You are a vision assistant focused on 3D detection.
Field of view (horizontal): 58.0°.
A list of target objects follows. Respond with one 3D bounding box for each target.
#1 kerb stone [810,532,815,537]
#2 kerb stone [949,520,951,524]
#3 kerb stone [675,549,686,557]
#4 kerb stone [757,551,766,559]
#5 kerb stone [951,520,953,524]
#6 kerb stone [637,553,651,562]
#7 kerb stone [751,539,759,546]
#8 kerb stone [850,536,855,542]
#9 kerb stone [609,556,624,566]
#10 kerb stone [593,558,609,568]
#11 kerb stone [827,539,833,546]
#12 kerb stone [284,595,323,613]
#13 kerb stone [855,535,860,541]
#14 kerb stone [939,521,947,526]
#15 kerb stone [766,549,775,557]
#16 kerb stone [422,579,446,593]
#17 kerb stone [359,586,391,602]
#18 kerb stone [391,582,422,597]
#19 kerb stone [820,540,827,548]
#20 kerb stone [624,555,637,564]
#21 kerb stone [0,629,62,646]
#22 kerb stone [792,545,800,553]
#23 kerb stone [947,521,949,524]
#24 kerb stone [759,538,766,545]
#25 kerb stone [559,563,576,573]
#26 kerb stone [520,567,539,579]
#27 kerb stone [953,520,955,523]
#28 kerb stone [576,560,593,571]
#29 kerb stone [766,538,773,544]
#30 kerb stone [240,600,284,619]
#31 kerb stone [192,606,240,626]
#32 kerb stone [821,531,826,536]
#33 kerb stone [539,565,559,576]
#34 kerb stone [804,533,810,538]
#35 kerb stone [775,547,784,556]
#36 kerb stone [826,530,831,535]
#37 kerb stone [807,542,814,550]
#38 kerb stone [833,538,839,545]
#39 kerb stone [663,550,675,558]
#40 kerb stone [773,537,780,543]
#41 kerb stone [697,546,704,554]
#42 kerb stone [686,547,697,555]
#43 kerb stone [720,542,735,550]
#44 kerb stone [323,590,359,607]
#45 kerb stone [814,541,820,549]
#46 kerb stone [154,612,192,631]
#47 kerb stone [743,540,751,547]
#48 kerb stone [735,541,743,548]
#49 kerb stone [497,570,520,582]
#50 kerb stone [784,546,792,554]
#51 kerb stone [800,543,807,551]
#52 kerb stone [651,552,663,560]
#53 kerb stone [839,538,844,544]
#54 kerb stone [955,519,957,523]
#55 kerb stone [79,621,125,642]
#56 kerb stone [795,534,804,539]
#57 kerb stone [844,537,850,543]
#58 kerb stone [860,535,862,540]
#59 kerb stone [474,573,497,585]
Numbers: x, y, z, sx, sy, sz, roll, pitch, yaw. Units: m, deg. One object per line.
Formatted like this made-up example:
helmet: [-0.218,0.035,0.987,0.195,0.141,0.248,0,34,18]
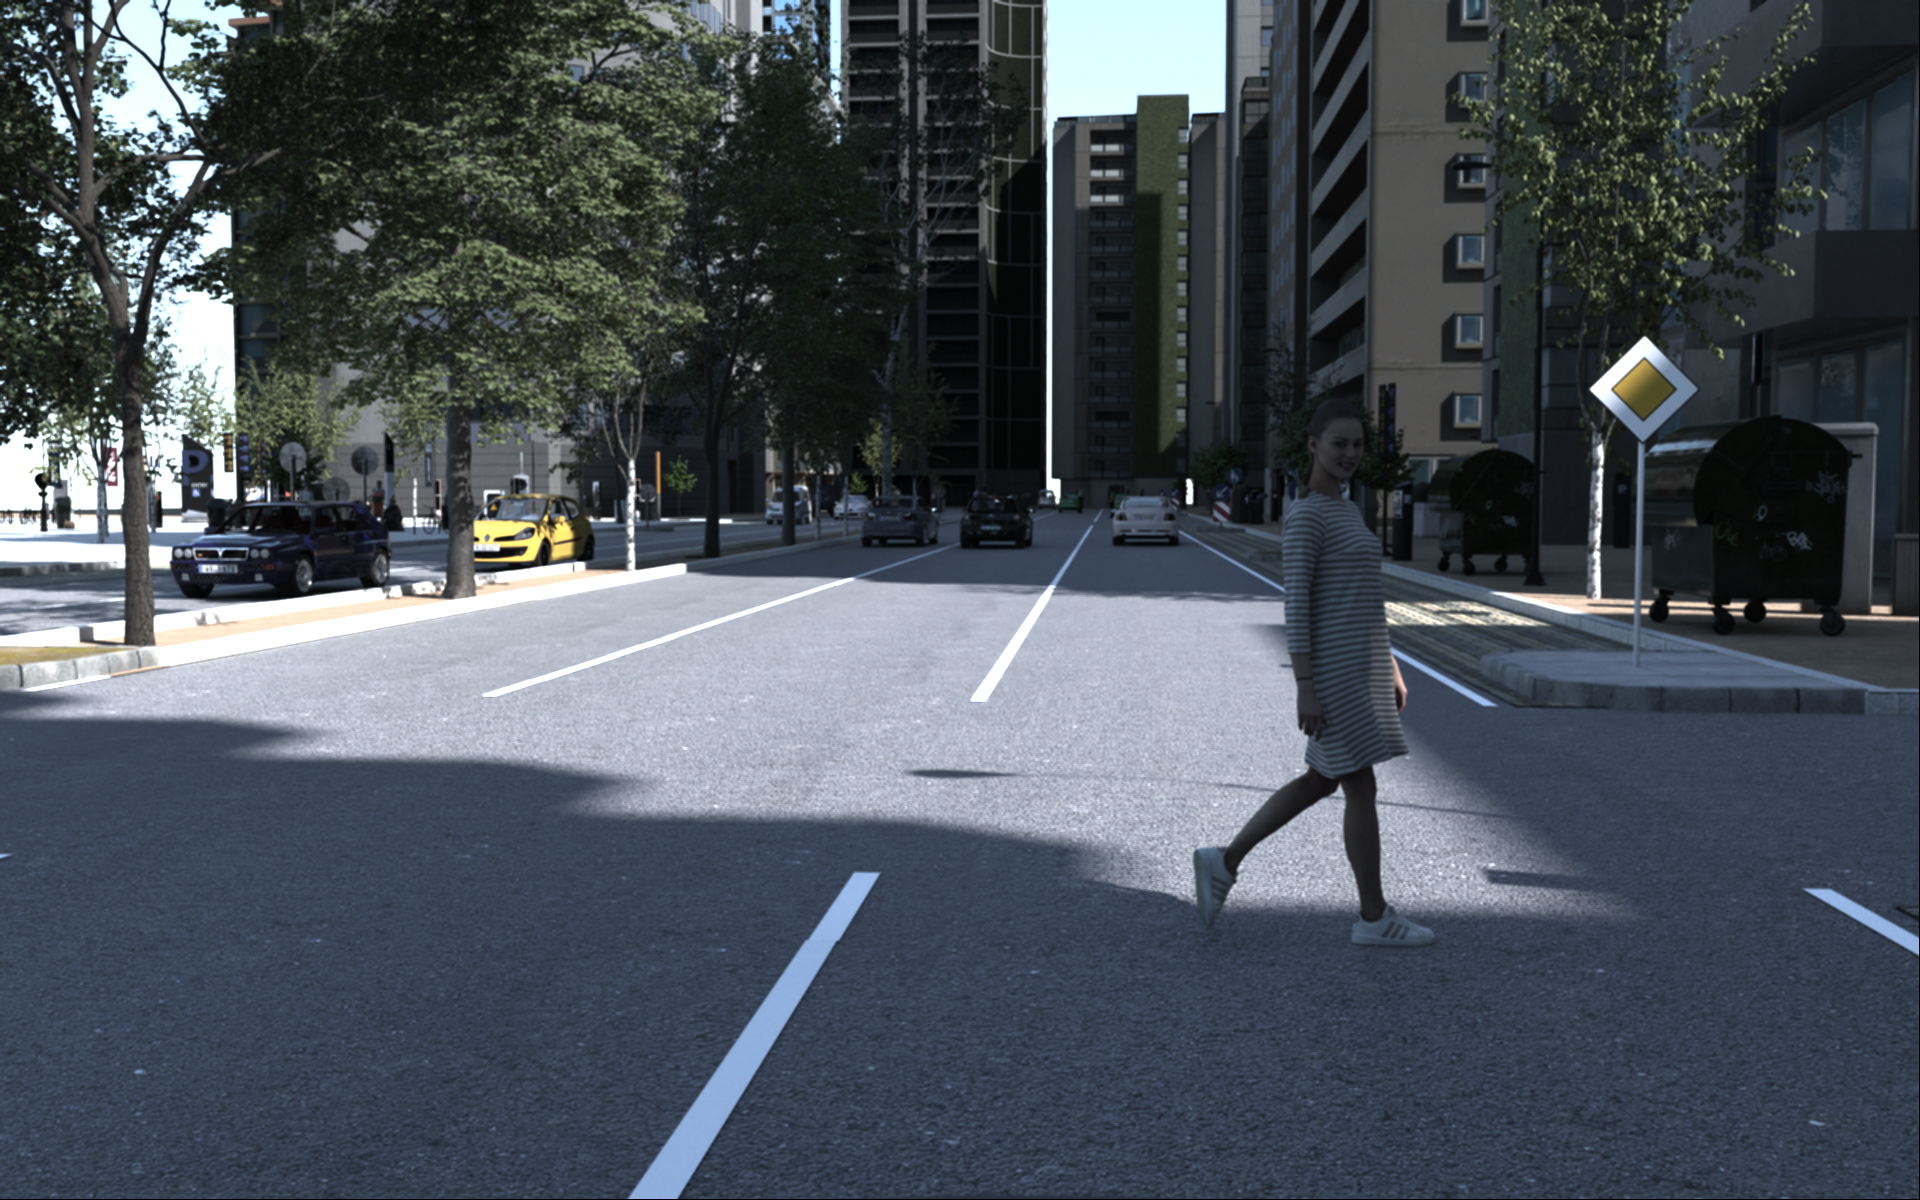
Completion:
kerb stone: [-4.978,-2.124,56.926,0.120,0.150,1.000,0,4,5]
kerb stone: [-0.632,-3.672,82.272,0.120,0.150,1.000,0,4,5]
kerb stone: [-6.502,-1.064,39.593,0.120,0.150,1.000,0,4,5]
kerb stone: [-4.503,-0.988,38.360,0.120,0.150,1.000,0,4,5]
kerb stone: [-0.541,-3.736,83.291,0.120,0.150,1.000,0,4,5]
kerb stone: [-6.774,-0.877,36.535,0.120,0.150,1.000,0,4,5]
kerb stone: [-5.779,-1.563,47.749,0.120,0.150,1.000,0,4,5]
kerb stone: [-3.338,-1.797,51.619,0.120,0.150,1.000,0,4,5]
kerb stone: [-6.948,-0.752,34.494,0.120,0.150,1.000,0,4,5]
kerb stone: [-7.041,-0.690,33.476,0.120,0.150,1.000,0,4,5]
kerb stone: [-3.691,-1.550,47.536,0.120,0.150,1.000,0,4,5]
kerb stone: [-8.127,0.064,21.222,0.120,0.150,1.000,0,4,5]
kerb stone: [-3.240,-1.858,52.637,0.120,0.150,1.000,0,4,5]
kerb stone: [-0.812,-3.550,80.232,0.120,0.150,1.000,0,4,5]
kerb stone: [-4.414,-1.041,39.386,0.120,0.150,1.000,0,4,5]
kerb stone: [-7.761,-0.191,25.311,0.120,0.150,1.000,0,4,5]
kerb stone: [-7.945,-0.066,23.267,0.120,0.150,1.000,0,4,5]
kerb stone: [-7.843,-0.128,24.292,0.120,0.150,1.000,0,4,5]
kerb stone: [-3.785,-1.488,46.518,0.120,0.150,1.000,0,4,5]
kerb stone: [-6.863,-0.815,35.513,0.120,0.150,1.000,0,4,5]
kerb stone: [-8.568,0.381,16.100,0.120,0.150,1.000,0,4,5]
kerb stone: [-4.141,-1.234,42.445,0.120,0.150,1.000,0,4,5]
kerb stone: [-0.721,-3.612,81.250,0.120,0.150,1.000,0,4,5]
kerb stone: [-5.693,-1.624,48.778,0.120,0.150,1.000,0,4,5]
kerb stone: [-7.222,-0.565,31.436,0.120,0.150,1.000,0,4,5]
kerb stone: [-7.410,-0.433,29.392,0.120,0.150,1.000,0,4,5]
kerb stone: [-0.453,-3.799,84.309,0.120,0.150,1.000,0,4,5]
kerb stone: [-7.129,-0.627,32.454,0.120,0.150,1.000,0,4,5]
kerb stone: [-5.601,-1.688,49.796,0.120,0.150,1.000,0,4,5]
kerb stone: [-8.207,0.122,20.195,0.120,0.150,1.000,0,4,5]
kerb stone: [-8.305,0.185,19.163,0.120,0.150,1.000,0,4,5]
kerb stone: [-4.799,-2.249,58.964,0.120,0.150,1.000,0,4,5]
kerb stone: [-7.310,-0.502,30.410,0.120,0.150,1.000,0,4,5]
kerb stone: [-5.061,-2.062,55.907,0.120,0.150,1.000,0,4,5]
kerb stone: [-4.317,-1.112,40.403,0.120,0.150,1.000,0,4,5]
kerb stone: [-4.696,-2.312,59.990,0.120,0.150,1.000,0,4,5]
kerb stone: [-3.967,-1.363,44.482,0.120,0.150,1.000,0,4,5]
kerb stone: [-3.605,-1.607,48.555,0.120,0.150,1.000,0,4,5]
kerb stone: [-6.584,-1.002,38.574,0.120,0.150,1.000,0,4,5]
kerb stone: [-5.516,-1.745,50.815,0.120,0.150,1.000,0,4,5]
kerb stone: [-6.321,-1.182,41.630,0.120,0.150,1.000,0,4,5]
kerb stone: [-6.408,-1.125,40.611,0.120,0.150,1.000,0,4,5]
kerb stone: [-6.051,-1.376,44.689,0.120,0.150,1.000,0,4,5]
kerb stone: [-8.030,-0.003,22.248,0.120,0.150,1.000,0,4,5]
kerb stone: [-3.875,-1.425,45.500,0.120,0.150,1.000,0,4,5]
kerb stone: [-8.399,0.248,18.144,0.120,0.150,1.000,0,4,5]
kerb stone: [-5.879,-1.500,46.726,0.120,0.150,1.000,0,4,5]
kerb stone: [-5.962,-1.438,45.707,0.120,0.150,1.000,0,4,5]
kerb stone: [-7.488,-0.377,28.372,0.120,0.150,1.000,0,4,5]
kerb stone: [-4.233,-1.173,41.426,0.120,0.150,1.000,0,4,5]
kerb stone: [-4.057,-1.301,43.463,0.120,0.150,1.000,0,4,5]
kerb stone: [-6.691,-0.935,37.556,0.120,0.150,1.000,0,4,5]
kerb stone: [-3.521,-1.675,49.582,0.120,0.150,1.000,0,4,5]
kerb stone: [-0.357,-3.856,85.336,0.120,0.150,1.000,0,4,5]
kerb stone: [-8.489,0.316,17.122,0.120,0.150,1.000,0,4,5]
kerb stone: [-5.157,-2.000,54.888,0.120,0.150,1.000,0,4,5]
kerb stone: [-3.424,-1.736,50.600,0.120,0.150,1.000,0,4,5]
kerb stone: [-3.157,-1.925,53.664,0.120,0.150,1.000,0,4,5]
kerb stone: [-7.582,-0.315,27.348,0.120,0.150,1.000,0,4,5]
